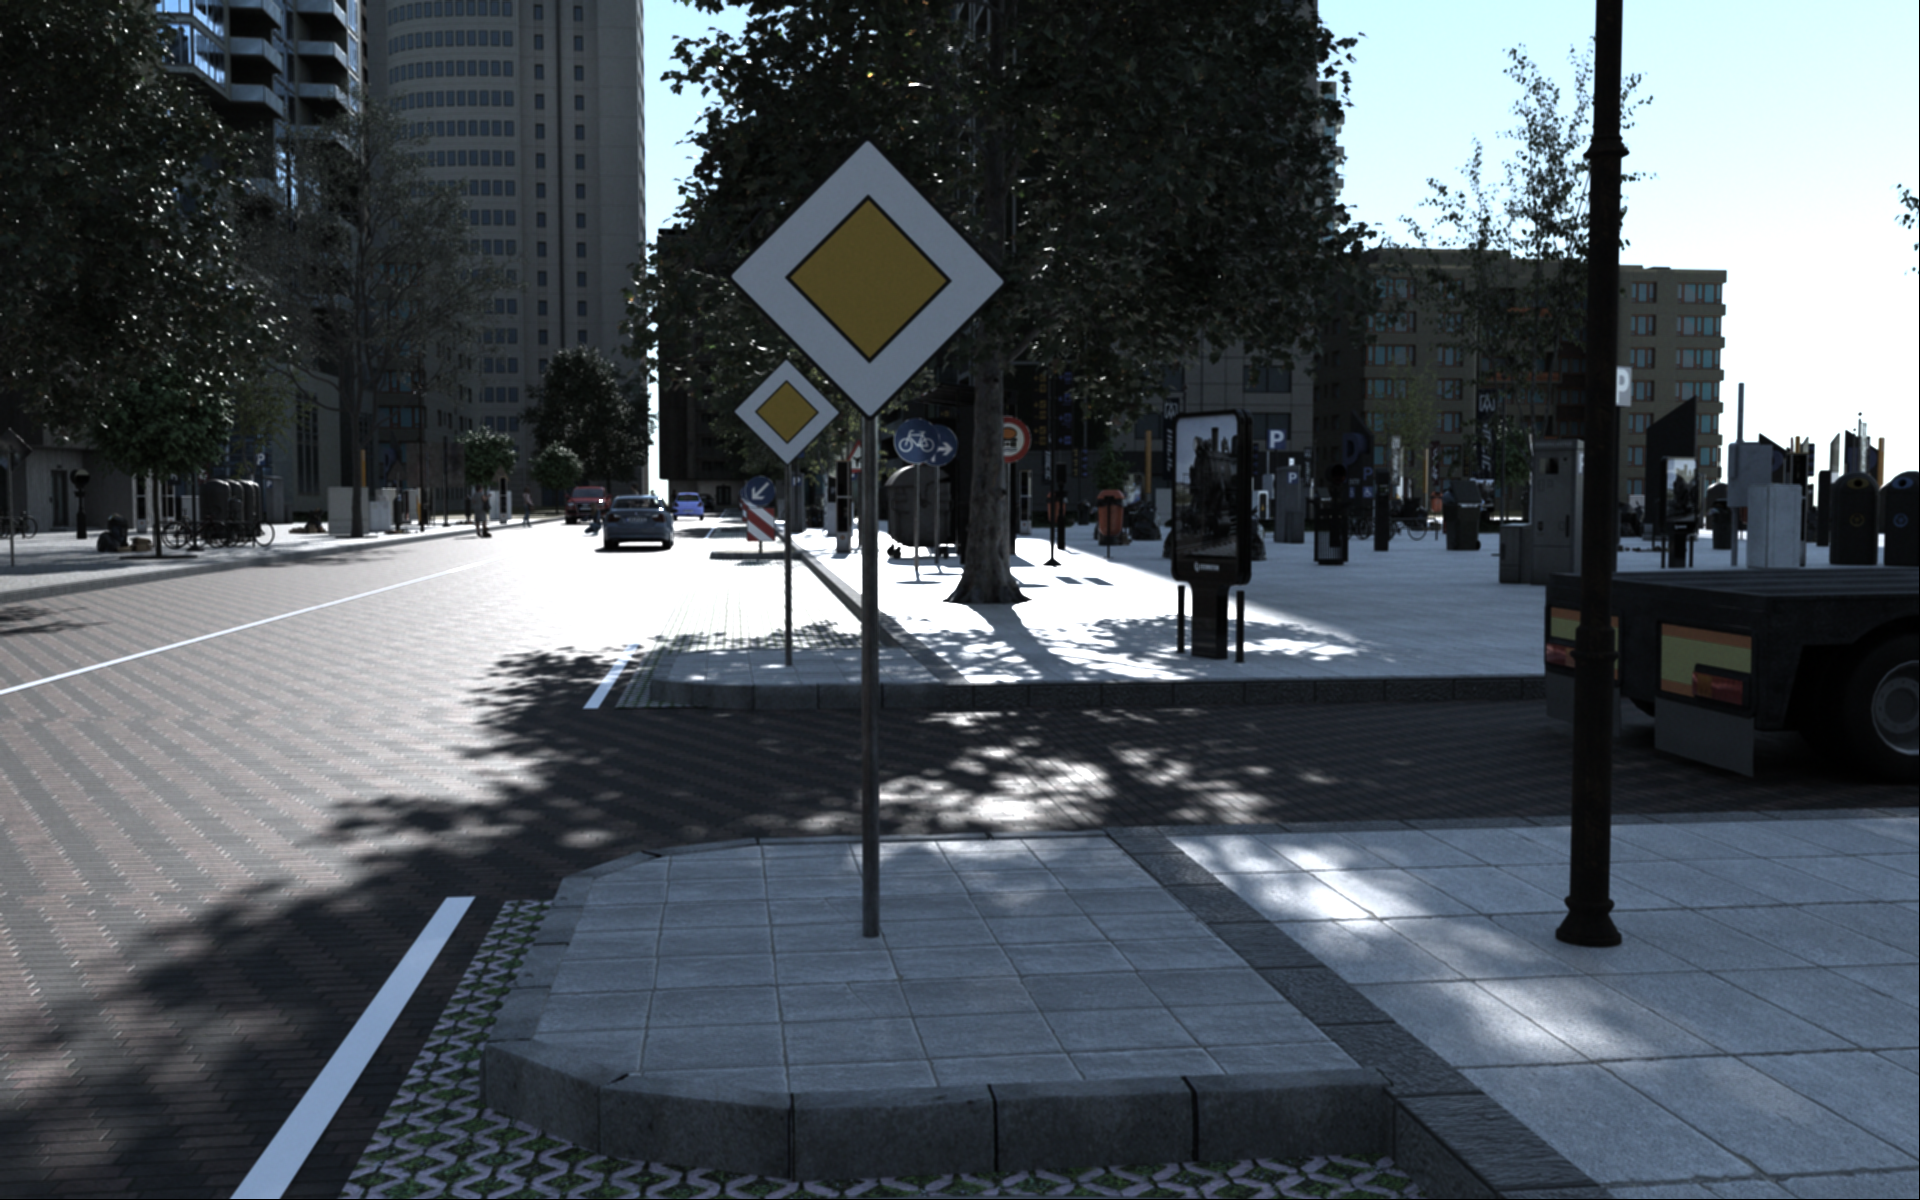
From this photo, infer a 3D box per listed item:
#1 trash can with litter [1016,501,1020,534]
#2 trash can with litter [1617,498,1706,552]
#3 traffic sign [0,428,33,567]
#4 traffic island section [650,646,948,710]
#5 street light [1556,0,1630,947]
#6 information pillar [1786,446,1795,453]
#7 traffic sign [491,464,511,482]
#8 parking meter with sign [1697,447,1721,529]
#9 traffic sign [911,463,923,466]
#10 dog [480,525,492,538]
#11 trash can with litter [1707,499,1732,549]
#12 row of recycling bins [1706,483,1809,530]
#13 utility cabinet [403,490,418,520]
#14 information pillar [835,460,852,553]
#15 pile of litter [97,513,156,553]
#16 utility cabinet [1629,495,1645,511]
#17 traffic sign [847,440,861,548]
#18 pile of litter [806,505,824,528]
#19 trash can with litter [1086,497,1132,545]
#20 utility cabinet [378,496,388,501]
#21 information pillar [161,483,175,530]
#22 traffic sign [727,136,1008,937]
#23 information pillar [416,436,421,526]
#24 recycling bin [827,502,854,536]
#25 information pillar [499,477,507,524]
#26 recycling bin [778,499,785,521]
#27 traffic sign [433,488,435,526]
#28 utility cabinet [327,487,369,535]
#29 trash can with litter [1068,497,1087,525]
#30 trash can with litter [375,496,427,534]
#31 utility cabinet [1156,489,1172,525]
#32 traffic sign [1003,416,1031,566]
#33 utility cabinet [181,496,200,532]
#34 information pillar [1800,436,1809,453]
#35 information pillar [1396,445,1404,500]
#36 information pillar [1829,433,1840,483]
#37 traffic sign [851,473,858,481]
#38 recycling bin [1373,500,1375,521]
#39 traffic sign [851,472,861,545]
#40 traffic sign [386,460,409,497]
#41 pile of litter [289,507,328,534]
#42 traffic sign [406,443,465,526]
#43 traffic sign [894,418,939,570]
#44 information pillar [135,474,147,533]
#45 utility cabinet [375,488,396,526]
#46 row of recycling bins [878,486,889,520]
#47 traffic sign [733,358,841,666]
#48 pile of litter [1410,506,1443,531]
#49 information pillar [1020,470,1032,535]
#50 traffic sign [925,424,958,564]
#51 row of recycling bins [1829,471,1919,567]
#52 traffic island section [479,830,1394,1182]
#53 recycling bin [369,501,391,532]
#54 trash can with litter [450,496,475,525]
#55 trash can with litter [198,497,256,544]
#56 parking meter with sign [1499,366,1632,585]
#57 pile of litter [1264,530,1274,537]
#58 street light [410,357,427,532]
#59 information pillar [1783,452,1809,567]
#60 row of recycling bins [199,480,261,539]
[{"bbox_3d":[1.758,-2.704,55.592,1.055,1.170,0.624,2,4,32],"label":"trash can with litter"},{"bbox_3d":[15.383,-1.701,38.870,2.233,1.210,1.678,-1,4,-11],"label":"trash can with litter"},{"bbox_3d":[-16.721,-1.793,30.504,0.795,2.450,0.064,0,4,-1],"label":"traffic sign"},{"bbox_3d":[-1.261,0.570,12.969,2.009,0.180,2.903,0,4,-7],"label":"traffic island section"},{"bbox_3d":[1.811,-1.959,4.810,0.468,5.910,1.993,0,4,-7],"label":"street light"},{"bbox_3d":[40.649,-5.714,84.774,0.504,3.616,0.183,1,4,10],"label":"information pillar"},{"bbox_3d":[-20.087,-4.633,75.756,0.884,2.594,0.081,0,4,2],"label":"traffic sign"},{"bbox_3d":[27.410,-4.181,64.617,1.738,3.016,0.543,2,4,24],"label":"parking meter with sign"},{"bbox_3d":[-1.403,-3.485,56.984,0.884,2.594,0.081,0,4,0],"label":"traffic sign"},{"bbox_3d":[-15.608,-2.240,56.818,0.550,0.427,0.748,1,4,11],"label":"dog"},{"bbox_3d":[17.793,-1.776,40.425,0.624,1.170,1.055,2,4,27],"label":"trash can with litter"},{"bbox_3d":[28.485,-3.354,61.953,3.534,1.692,1.069,0,4,-1],"label":"row of recycling bins"},{"bbox_3d":[-26.895,-4.668,84.999,0.318,1.500,1.173,1,4,22],"label":"utility cabinet"},{"bbox_3d":[-2.539,-2.039,37.822,0.304,2.012,0.304,0,4,7],"label":"information pillar"},{"bbox_3d":[-18.603,-1.519,38.806,1.176,0.858,1.719,1,4,18],"label":"pile of litter"},{"bbox_3d":[36.305,-4.977,92.528,1.020,1.237,0.306,2,4,26],"label":"utility cabinet"},{"bbox_3d":[-2.422,-2.538,41.502,0.884,2.594,0.081,0,4,-4],"label":"traffic sign"},{"bbox_3d":[-5.513,-3.181,65.977,1.719,0.858,1.176,1,4,16],"label":"pile of litter"},{"bbox_3d":[3.801,-1.955,43.349,0.624,1.170,1.055,3,5,43],"label":"trash can with litter"},{"bbox_3d":[-20.698,-3.121,62.188,0.306,1.237,1.020,-1,4,-17],"label":"utility cabinet"},{"bbox_3d":[-28.503,-3.538,62.331,0.304,2.012,0.304,2,4,33],"label":"information pillar"},{"bbox_3d":[-0.261,-0.081,4.969,0.795,2.450,0.064,0,4,-7],"label":"traffic sign"},{"bbox_3d":[-21.940,-4.822,70.195,0.183,3.616,0.504,-2,4,-29],"label":"information pillar"},{"bbox_3d":[-3.646,-2.462,52.809,0.722,1.027,0.722,0,4,6],"label":"recycling bin"},{"bbox_3d":[-19.655,-4.282,74.501,0.304,2.012,0.304,-1,4,-18],"label":"information pillar"},{"bbox_3d":[-8.353,-4.370,84.009,0.722,1.027,0.722,2,4,34],"label":"recycling bin"},{"bbox_3d":[-20.978,-4.220,69.008,0.884,2.594,0.081,0,4,1],"label":"traffic sign"},{"bbox_3d":[-19.050,-2.768,53.932,1.173,1.500,0.318,-2,4,-29],"label":"utility cabinet"},{"bbox_3d":[4.842,-3.663,71.284,1.055,1.170,0.624,1,4,10],"label":"trash can with litter"},{"bbox_3d":[-18.105,-2.764,56.251,1.678,1.210,2.233,-1,4,-11],"label":"trash can with litter"},{"bbox_3d":[8.494,-3.746,69.929,1.173,1.500,0.318,1,4,10],"label":"utility cabinet"},{"bbox_3d":[0.776,-1.724,28.285,0.768,2.556,0.104,0,4,2],"label":"traffic sign"},{"bbox_3d":[-24.779,-2.766,56.385,1.020,1.237,0.306,-2,4,-26],"label":"utility cabinet"},{"bbox_3d":[34.150,-4.815,70.086,0.504,3.616,0.183,-2,4,-35],"label":"information pillar"},{"bbox_3d":[20.883,-5.560,82.267,0.504,3.616,0.183,-3,5,-43],"label":"information pillar"},{"bbox_3d":[33.295,-4.563,65.960,0.504,3.616,0.183,-2,4,-28],"label":"information pillar"},{"bbox_3d":[-4.498,-4.298,70.374,0.768,2.556,0.104,0,4,-5],"label":"traffic sign"},{"bbox_3d":[18.546,-3.975,77.543,0.722,1.027,0.722,1,4,10],"label":"recycling bin"},{"bbox_3d":[-2.511,-2.680,43.820,0.884,2.594,0.081,0,4,-1],"label":"traffic sign"},{"bbox_3d":[-21.636,-4.077,66.658,0.884,2.594,0.081,0,4,2],"label":"traffic sign"},{"bbox_3d":[-21.342,-2.621,56.811,1.176,0.858,1.719,-2,4,-35],"label":"pile of litter"},{"bbox_3d":[-20.792,-4.577,68.701,2.265,3.308,0.079,0,4,-4],"label":"traffic sign"},{"bbox_3d":[-0.731,-1.773,29.103,0.768,2.556,0.104,0,4,-3],"label":"traffic sign"},{"bbox_3d":[-26.771,-3.188,56.611,0.304,2.012,0.304,-2,4,-27],"label":"information pillar"},{"bbox_3d":[-22.873,-3.687,68.969,0.318,1.500,1.173,0,4,8],"label":"utility cabinet"},{"bbox_3d":[-3.174,-4.909,87.372,1.069,1.692,3.534,2,4,25],"label":"row of recycling bins"},{"bbox_3d":[-1.284,-0.566,12.889,0.795,2.450,0.064,0,4,-7],"label":"traffic sign"},{"bbox_3d":[16.563,-2.887,61.162,1.719,0.858,1.176,-2,4,-35],"label":"pile of litter"},{"bbox_3d":[2.045,-3.024,53.928,0.304,2.012,0.304,1,4,18],"label":"information pillar"},{"bbox_3d":[-0.424,-1.933,31.714,0.768,2.556,0.104,0,4,2],"label":"traffic sign"},{"bbox_3d":[17.159,-1.432,30.533,1.069,1.692,3.534,-3,4,-37],"label":"row of recycling bins"},{"bbox_3d":[-0.239,1.054,5.050,2.009,0.180,2.903,0,4,-7],"label":"traffic island section"},{"bbox_3d":[-19.974,-2.864,59.373,0.722,1.027,0.722,-2,4,-34],"label":"recycling bin"},{"bbox_3d":[-20.872,-3.829,73.662,1.678,1.210,2.233,-2,4,-24],"label":"trash can with litter"},{"bbox_3d":[-19.394,-2.114,45.624,1.678,1.210,2.233,1,4,11],"label":"trash can with litter"},{"bbox_3d":[8.439,-1.716,24.321,0.543,3.016,1.738,-3,5,-41],"label":"parking meter with sign"},{"bbox_3d":[8.571,-2.293,51.452,1.719,0.858,1.176,0,4,6],"label":"pile of litter"},{"bbox_3d":[-18.261,-5.251,58.647,0.468,5.910,1.993,0,4,-7],"label":"street light"},{"bbox_3d":[14.839,-1.606,30.748,0.304,2.012,0.304,1,4,11],"label":"information pillar"},{"bbox_3d":[-21.310,-2.667,50.725,1.069,1.692,3.534,0,4,-5],"label":"row of recycling bins"}]
